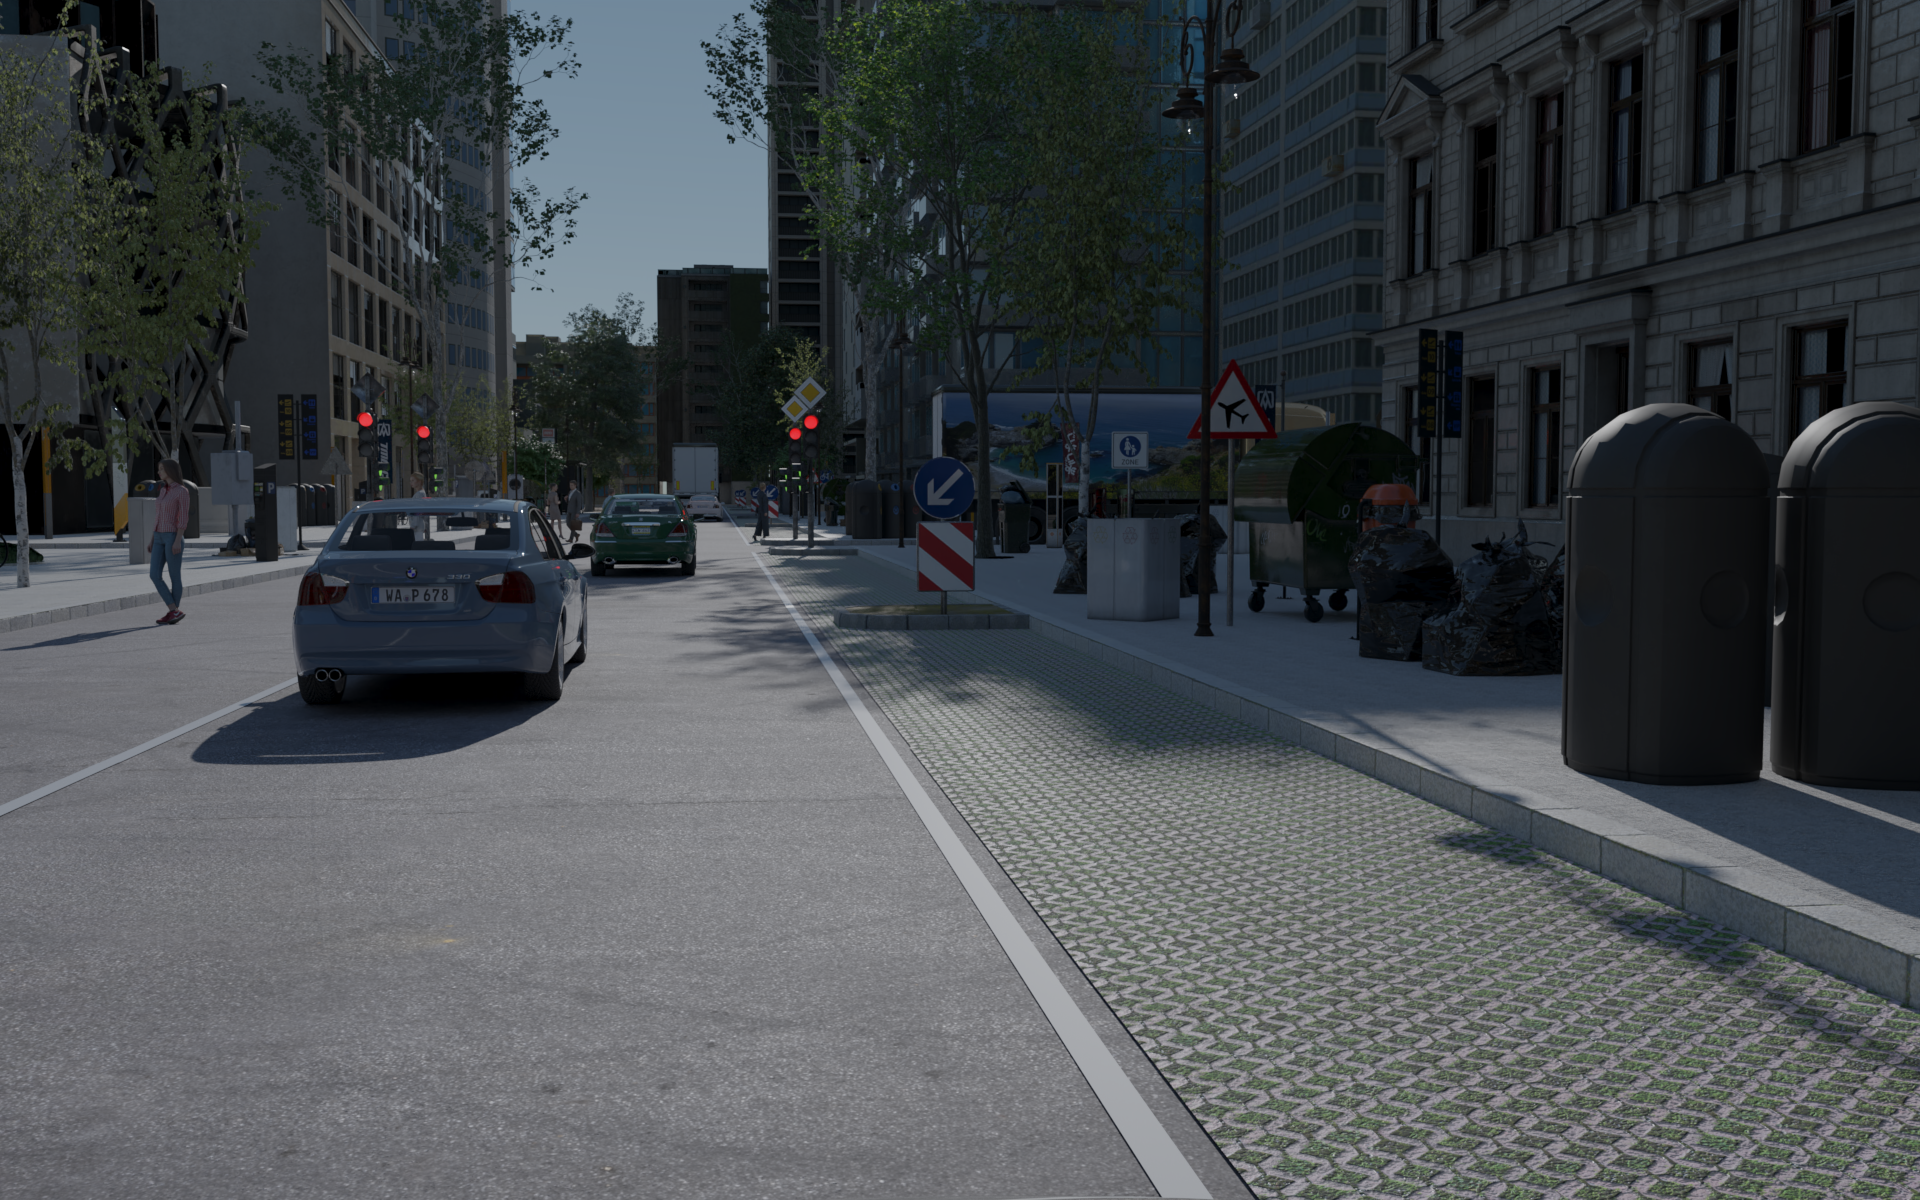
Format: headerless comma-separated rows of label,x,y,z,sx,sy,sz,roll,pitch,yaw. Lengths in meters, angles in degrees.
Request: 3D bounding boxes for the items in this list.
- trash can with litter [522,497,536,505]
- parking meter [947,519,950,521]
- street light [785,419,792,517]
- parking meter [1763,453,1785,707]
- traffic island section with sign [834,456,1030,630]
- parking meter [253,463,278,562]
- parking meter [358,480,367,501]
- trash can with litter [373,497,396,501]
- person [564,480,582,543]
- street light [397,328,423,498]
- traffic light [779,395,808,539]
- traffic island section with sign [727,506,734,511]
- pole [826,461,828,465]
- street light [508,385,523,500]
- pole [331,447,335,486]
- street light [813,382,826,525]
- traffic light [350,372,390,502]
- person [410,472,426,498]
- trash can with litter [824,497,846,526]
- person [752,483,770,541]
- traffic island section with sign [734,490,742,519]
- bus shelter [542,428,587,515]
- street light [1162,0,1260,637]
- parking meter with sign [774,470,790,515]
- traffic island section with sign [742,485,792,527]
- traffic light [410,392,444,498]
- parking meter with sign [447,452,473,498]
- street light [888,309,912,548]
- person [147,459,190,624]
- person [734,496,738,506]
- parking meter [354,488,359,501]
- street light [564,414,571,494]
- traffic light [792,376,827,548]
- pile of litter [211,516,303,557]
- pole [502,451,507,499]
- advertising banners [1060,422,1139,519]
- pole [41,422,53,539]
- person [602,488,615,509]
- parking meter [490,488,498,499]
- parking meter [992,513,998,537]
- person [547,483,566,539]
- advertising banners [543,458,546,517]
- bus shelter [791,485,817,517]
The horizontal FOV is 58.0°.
trash can with litter,-19.263,-4.046,77.534,0.624,1.170,1.055,0,4,1
parking meter,-0.526,-3.182,60.433,0.372,1.533,0.369,0,3,0
street light,-9.525,-7.605,97.126,0.468,5.910,1.993,0,4,-8
parking meter,5.003,-0.128,10.502,0.372,1.533,0.369,0,3,0
traffic island section with sign,-0.373,-0.639,19.078,1.989,1.847,2.006,0,4,-8
parking meter,-13.200,-1.664,32.923,0.255,1.863,0.399,1,4,18
parking meter,-25.100,-4.111,72.933,0.399,1.863,0.255,0,4,2
trash can with litter,-20.901,-3.129,62.550,0.624,1.170,1.055,0,4,7
person,-11.344,-2.596,50.905,0.622,1.834,0.822,2,4,26
street light,-15.297,-4.619,48.307,0.468,5.910,1.993,0,4,-8
traffic light,-4.707,-3.689,49.228,0.839,4.253,0.868,0,4,-8
traffic island section with sign,-19.019,-8.673,150.434,1.989,1.847,2.006,0,4,-8
pole,-8.278,-6.948,107.442,0.158,3.312,0.155,0,3,0
street light,-18.896,-6.172,73.694,0.468,5.910,1.993,0,4,-8
pole,-27.011,-4.946,74.708,0.158,3.312,0.155,0,3,0
street light,-5.814,-6.033,71.431,0.468,5.910,1.993,0,4,-8
traffic light,-13.594,-3.117,39.891,0.839,4.253,0.868,0,4,-8
person,-8.710,-1.168,27.953,0.624,1.780,0.694,0,4,-1
trash can with litter,-4.871,-3.523,68.993,1.055,1.170,0.624,1,4,13
person,-6.035,-2.685,52.821,0.576,1.772,0.534,2,4,32
traffic island section with sign,-12.080,-5.682,101.525,1.989,1.847,2.006,0,4,-8
bus shelter,-24.770,-8.002,108.458,2.179,5.291,8.768,0,4,-8
street light,2.208,-2.612,15.490,0.468,5.910,1.993,0,4,-8
parking meter with sign,-10.602,-6.763,106.833,1.738,3.016,0.543,0,4,-3
traffic island section with sign,-8.294,-4.049,74.836,1.989,1.847,2.006,0,4,-8
traffic light,-14.716,-3.601,47.797,0.839,4.253,0.868,0,4,-8
parking meter with sign,-20.559,-4.630,71.969,1.738,3.016,0.543,-3,4,-37
street light,-1.402,-4.188,41.264,0.468,5.910,1.993,0,4,-8
person,-8.779,-0.652,19.175,0.555,1.821,0.388,1,4,20
person,-24.744,-11.237,192.737,0.721,1.766,1.217,2,4,29
parking meter,-26.268,-4.115,75.685,0.372,1.533,0.369,0,3,0
street light,-22.601,-7.771,99.840,0.468,5.910,1.993,0,4,-8
traffic light,-3.585,-3.205,41.322,0.839,4.253,0.868,0,4,-8
pile of litter,-14.594,-1.348,36.003,1.719,0.858,1.176,-1,4,-9
pole,-21.533,-5.386,81.898,0.158,3.312,0.155,0,3,0
advertising banners,3.356,-2.800,41.966,2.074,3.025,0.090,2,4,29
pole,-25.879,-3.379,49.092,0.158,3.312,0.155,0,3,0
person,-9.845,-2.359,48.885,0.330,1.601,0.589,-3,5,-40
parking meter,-20.584,-4.160,76.431,0.372,1.533,0.369,0,3,0
parking meter,0.978,-2.800,51.495,0.399,1.863,0.255,0,4,1
person,-12.794,-2.815,54.868,0.599,1.781,0.374,3,5,41
advertising banners,-19.986,-5.333,83.385,0.090,3.025,2.074,-1,4,-10
bus shelter,-9.325,-6.741,101.493,1.731,3.624,6.357,0,4,-8
